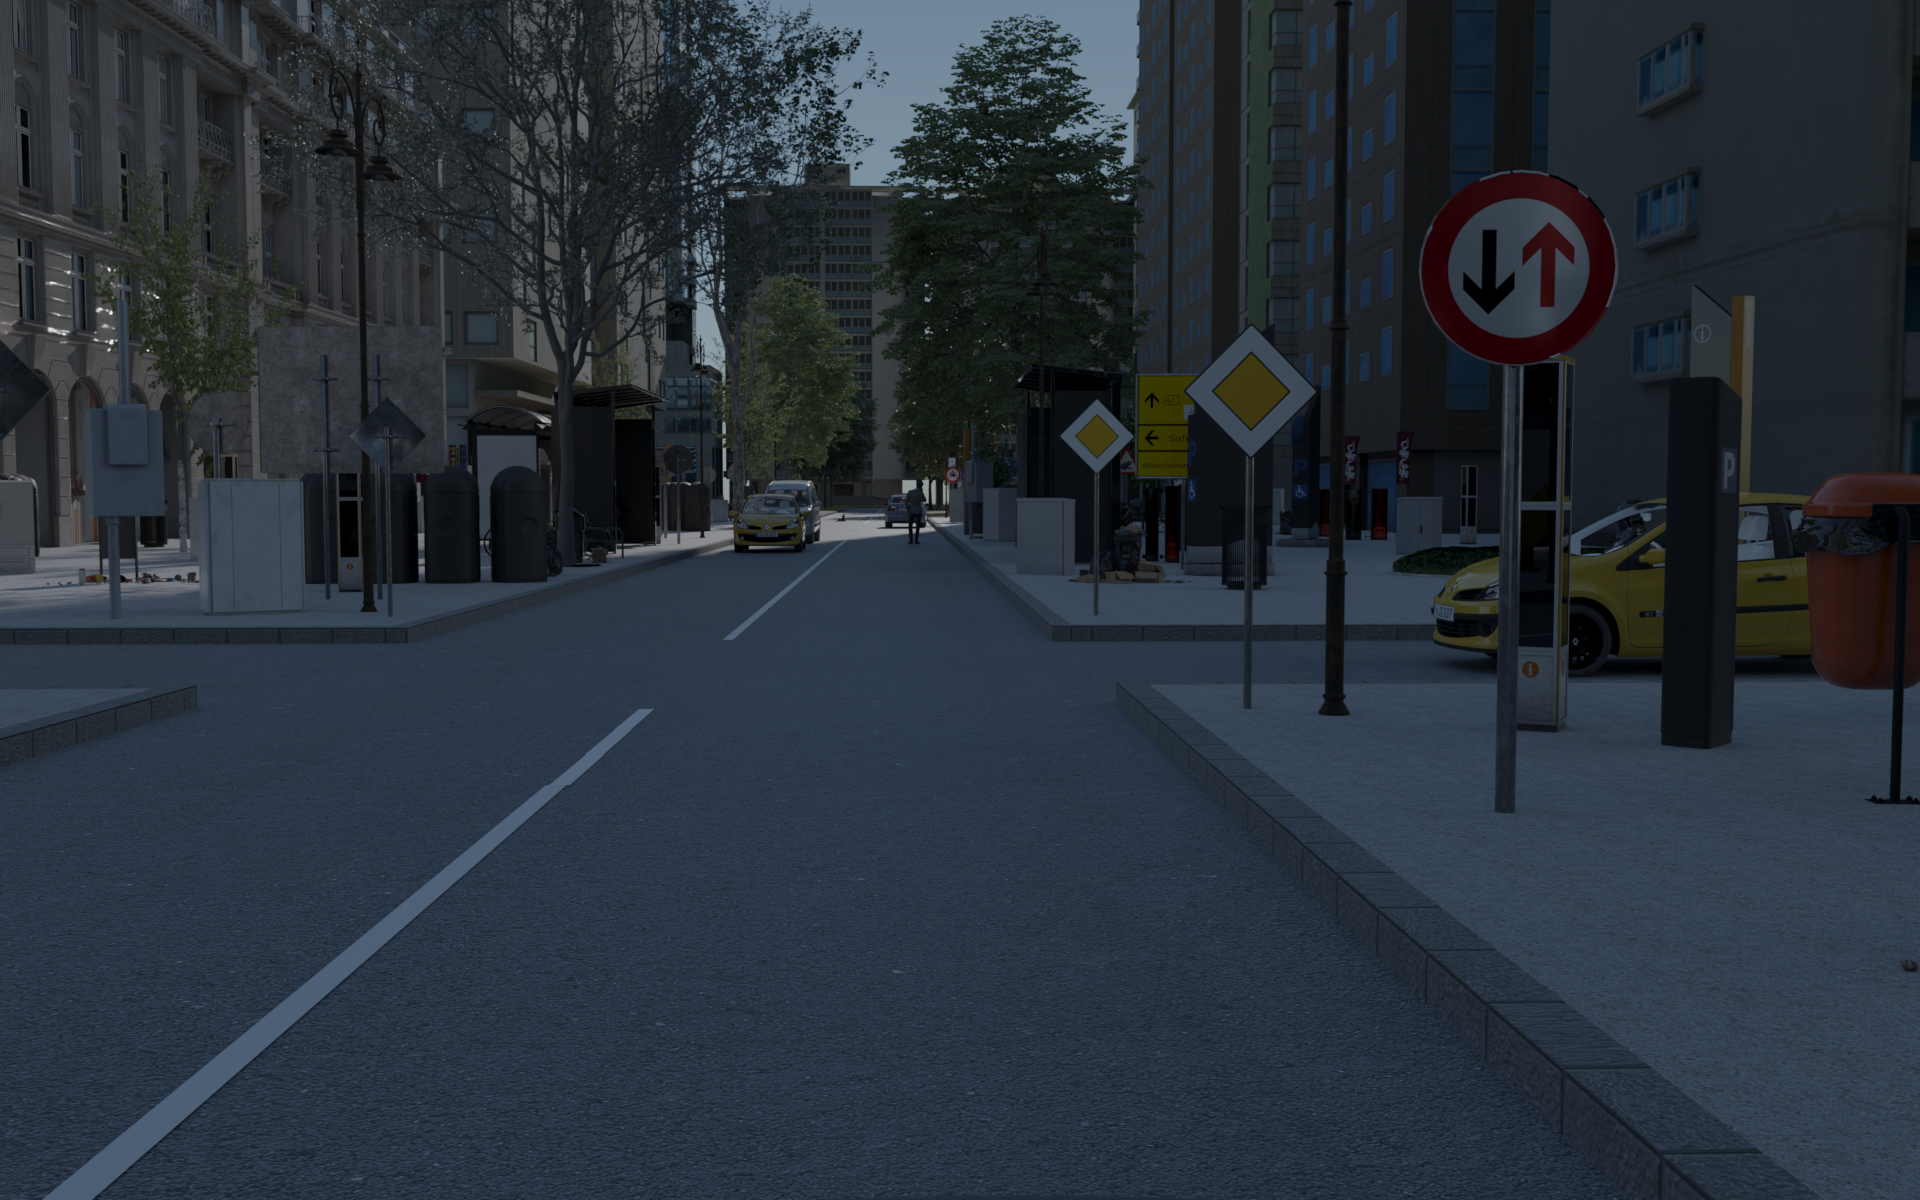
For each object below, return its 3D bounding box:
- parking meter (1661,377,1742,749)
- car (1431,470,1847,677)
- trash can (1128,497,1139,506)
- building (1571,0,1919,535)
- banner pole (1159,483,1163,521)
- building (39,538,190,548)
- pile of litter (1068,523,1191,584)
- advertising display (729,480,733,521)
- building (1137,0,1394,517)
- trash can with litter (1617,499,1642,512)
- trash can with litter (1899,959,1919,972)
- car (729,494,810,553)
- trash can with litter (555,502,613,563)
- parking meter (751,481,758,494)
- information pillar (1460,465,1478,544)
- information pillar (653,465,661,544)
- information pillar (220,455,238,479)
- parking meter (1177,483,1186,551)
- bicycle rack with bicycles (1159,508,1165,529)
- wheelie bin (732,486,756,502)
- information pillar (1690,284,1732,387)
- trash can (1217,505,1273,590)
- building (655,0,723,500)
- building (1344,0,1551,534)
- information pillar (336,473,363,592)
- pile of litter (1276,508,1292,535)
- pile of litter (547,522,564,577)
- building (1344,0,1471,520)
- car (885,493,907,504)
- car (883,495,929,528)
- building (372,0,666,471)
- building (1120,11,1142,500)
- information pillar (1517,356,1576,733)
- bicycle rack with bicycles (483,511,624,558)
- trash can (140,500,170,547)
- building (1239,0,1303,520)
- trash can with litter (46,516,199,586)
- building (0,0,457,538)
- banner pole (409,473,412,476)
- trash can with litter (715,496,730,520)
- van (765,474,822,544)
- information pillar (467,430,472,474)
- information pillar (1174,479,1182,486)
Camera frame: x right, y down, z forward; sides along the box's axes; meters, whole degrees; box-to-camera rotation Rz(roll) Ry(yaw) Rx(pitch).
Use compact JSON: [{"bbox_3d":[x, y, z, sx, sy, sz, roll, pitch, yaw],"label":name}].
[{"bbox_3d":[3.793,-0.192,8.858,0.255,1.863,0.399,3,5,42],"label":"parking meter"},{"bbox_3d":[5.957,-0.252,14.339,3.980,1.641,2.015,0,4,-2],"label":"car"},{"bbox_3d":[9.305,-4.994,93.306,0.748,1.137,0.748,0,3,0],"label":"trash can"},{"bbox_3d":[26.033,-25.492,40.500,21.600,48.544,21.300,0,4,-2],"label":"building"},{"bbox_3d":[9.676,-5.704,83.277,0.401,3.779,0.863,1,4,16],"label":"banner pole"},{"bbox_3d":[-27.538,-12.268,42.376,13.314,21.916,24.055,0,4,-2],"label":"building"},{"bbox_3d":[2.477,-0.687,25.196,1.719,0.858,1.176,1,4,21],"label":"pile of litter"},{"bbox_3d":[-10.857,-4.699,82.047,0.123,1.923,0.974,-1,4,-9],"label":"advertising display"},{"bbox_3d":[19.957,-28.598,117.690,14.600,45.320,14.200,0,4,-2],"label":"building"},{"bbox_3d":[13.569,-1.448,35.054,0.624,1.170,1.055,2,4,35],"label":"trash can with litter"},{"bbox_3d":[3.785,0.391,4.665,2.233,1.210,1.678,2,4,26],"label":"trash can with litter"},{"bbox_3d":[-4.775,-2.048,43.705,2.015,1.641,3.980,0,4,-3],"label":"car"},{"bbox_3d":[-7.018,-1.280,32.313,1.055,1.170,0.624,-1,4,-11],"label":"trash can with litter"},{"bbox_3d":[-9.436,-4.522,79.642,0.255,1.863,0.399,-1,4,-17],"label":"parking meter"},{"bbox_3d":[12.978,-2.426,44.162,0.304,2.012,0.304,-1,4,-13],"label":"information pillar"},{"bbox_3d":[-7.890,-2.444,44.452,0.304,2.012,0.304,1,4,22],"label":"information pillar"},{"bbox_3d":[-13.645,-1.702,32.317,0.304,2.012,0.304,-1,4,-12],"label":"information pillar"},{"bbox_3d":[5.065,-1.876,39.086,0.372,1.533,0.369,0,3,0],"label":"parking meter"},{"bbox_3d":[8.184,-3.080,63.733,2.925,0.926,2.852,2,4,23],"label":"bicycle rack with bicycles"},{"bbox_3d":[-8.396,-3.621,67.118,0.693,1.594,0.980,-3,5,-41],"label":"wheelie bin"},{"bbox_3d":[8.321,-1.706,19.251,0.183,3.616,0.504,-3,4,-38],"label":"information pillar"},{"bbox_3d":[3.831,-0.713,23.315,0.748,1.137,0.748,0,3,0],"label":"trash can"},{"bbox_3d":[-43.350,-54.142,197.894,31.000,86.520,22.319,0,4,-2],"label":"building"},{"bbox_3d":[20.684,-25.154,61.372,14.600,45.320,14.200,0,4,-2],"label":"building"},{"bbox_3d":[-7.980,-1.112,22.679,0.304,2.012,0.304,-1,4,-11],"label":"information pillar"},{"bbox_3d":[10.569,-2.500,54.845,1.176,0.858,1.719,1,4,17],"label":"pile of litter"},{"bbox_3d":[-6.792,-0.806,27.142,1.176,0.858,1.719,1,4,11],"label":"pile of litter"},{"bbox_3d":[20.738,-27.730,103.502,14.600,45.320,14.200,0,4,-2],"label":"building"},{"bbox_3d":[-3.454,-5.792,103.744,2.155,1.783,4.494,0,4,-1],"label":"car"},{"bbox_3d":[-2.331,-3.841,74.806,2.014,1.417,4.499,0,4,0],"label":"car"},{"bbox_3d":[-38.602,-33.644,139.321,27.495,52.752,28.713,0,4,-2],"label":"building"},{"bbox_3d":[22.653,-50.546,139.097,22.319,86.520,31.000,0,4,-2],"label":"building"},{"bbox_3d":[3.149,-0.302,9.436,0.304,2.012,0.304,2,4,28],"label":"information pillar"},{"bbox_3d":[-8.151,-1.322,35.003,2.925,0.926,2.852,-2,4,-28],"label":"bicycle rack with bicycles"},{"bbox_3d":[-19.500,-1.848,41.876,0.748,1.137,0.748,0,3,0],"label":"trash can"},{"bbox_3d":[20.636,-24.466,83.610,14.154,41.232,14.086,0,4,-2],"label":"building"},{"bbox_3d":[-11.834,-0.858,25.081,2.233,1.210,1.678,0,4,-4],"label":"trash can with litter"},{"bbox_3d":[-28.727,-13.735,66.359,13.314,21.916,24.055,0,4,-2],"label":"building"},{"bbox_3d":[-14.303,-3.315,44.215,0.401,3.779,0.863,2,4,33],"label":"banner pole"},{"bbox_3d":[-11.940,-4.512,84.823,2.233,1.210,1.678,3,5,39],"label":"trash can with litter"},{"bbox_3d":[-5.053,-2.705,51.238,2.013,2.044,4.112,0,4,-1],"label":"van"},{"bbox_3d":[-14.107,-3.610,50.379,0.183,3.616,0.504,2,4,24],"label":"information pillar"},{"bbox_3d":[10.301,-5.504,81.348,0.504,3.616,0.183,1,4,21],"label":"information pillar"}]
